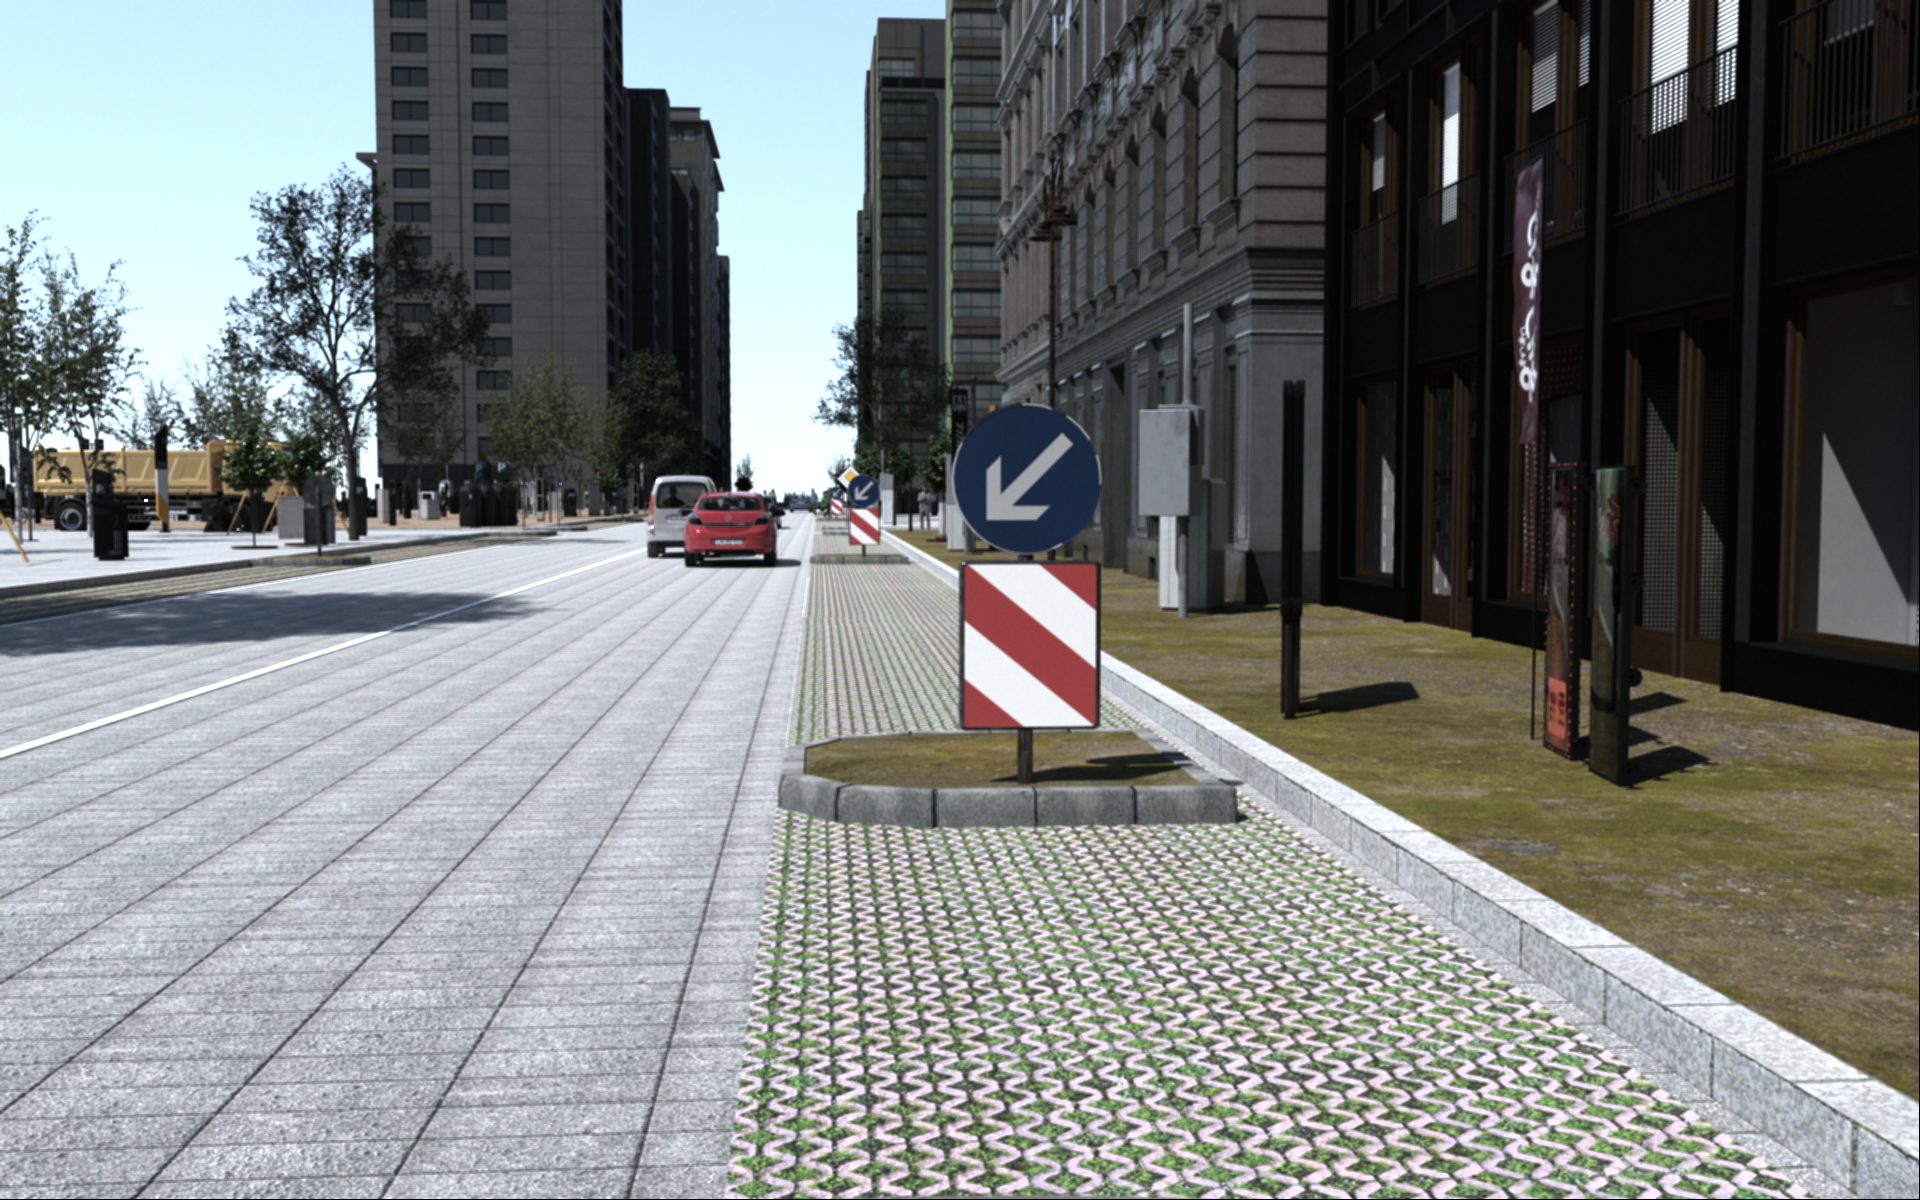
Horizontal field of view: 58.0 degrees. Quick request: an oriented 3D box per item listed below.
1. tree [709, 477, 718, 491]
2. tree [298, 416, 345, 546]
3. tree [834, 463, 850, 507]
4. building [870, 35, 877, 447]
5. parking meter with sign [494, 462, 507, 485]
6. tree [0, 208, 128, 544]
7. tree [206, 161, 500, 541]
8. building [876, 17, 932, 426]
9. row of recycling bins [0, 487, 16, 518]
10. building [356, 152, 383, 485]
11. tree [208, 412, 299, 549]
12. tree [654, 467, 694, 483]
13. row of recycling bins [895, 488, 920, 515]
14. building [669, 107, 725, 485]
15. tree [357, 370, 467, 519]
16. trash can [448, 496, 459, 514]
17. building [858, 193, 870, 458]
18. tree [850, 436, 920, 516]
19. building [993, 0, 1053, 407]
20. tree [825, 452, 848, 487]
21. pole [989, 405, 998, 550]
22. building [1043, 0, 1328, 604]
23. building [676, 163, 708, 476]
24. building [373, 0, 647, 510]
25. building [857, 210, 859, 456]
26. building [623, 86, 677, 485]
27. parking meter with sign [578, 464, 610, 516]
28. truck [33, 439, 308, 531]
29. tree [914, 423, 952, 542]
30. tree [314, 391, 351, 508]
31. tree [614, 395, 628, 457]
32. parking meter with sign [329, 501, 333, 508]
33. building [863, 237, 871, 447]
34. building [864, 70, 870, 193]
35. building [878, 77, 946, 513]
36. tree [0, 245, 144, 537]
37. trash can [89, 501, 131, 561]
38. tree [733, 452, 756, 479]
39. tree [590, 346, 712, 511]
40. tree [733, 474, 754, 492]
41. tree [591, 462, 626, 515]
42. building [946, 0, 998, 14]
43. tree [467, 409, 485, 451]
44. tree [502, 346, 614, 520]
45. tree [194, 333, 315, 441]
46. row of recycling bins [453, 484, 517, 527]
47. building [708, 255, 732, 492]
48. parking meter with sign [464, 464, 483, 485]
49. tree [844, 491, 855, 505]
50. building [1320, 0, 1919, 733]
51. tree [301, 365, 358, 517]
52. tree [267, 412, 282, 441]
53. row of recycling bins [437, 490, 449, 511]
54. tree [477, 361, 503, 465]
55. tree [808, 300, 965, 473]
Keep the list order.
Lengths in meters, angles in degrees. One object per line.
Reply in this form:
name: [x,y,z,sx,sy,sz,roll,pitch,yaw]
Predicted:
tree: [-28.296,-12.296,195.647,1.663,3.219,1.824,0,3,0]
tree: [-16.259,-2.982,43.362,1.663,3.219,1.824,0,3,0]
tree: [-11.275,-11.930,178.774,4.285,4.588,4.351,0,3,0]
building: [-1.586,-31.666,167.848,14.600,45.320,14.200,0,4,-5]
parking meter with sign: [-25.304,-6.047,95.128,0.543,3.016,1.738,-2,4,-24]
tree: [-23.991,-5.748,44.340,4.737,8.622,4.395,0,3,0]
tree: [-16.742,-6.945,47.960,8.767,10.594,7.601,0,4,0]
building: [-0.423,-28.731,153.345,14.154,41.232,14.086,0,4,-5]
row of recycling bins: [-52.315,-5.391,95.256,1.069,1.692,3.534,1,4,13]
building: [-45.876,-30.341,187.949,32.217,40.220,23.993,0,4,-5]
tree: [-16.681,-2.826,40.806,1.663,3.219,1.824,0,3,0]
tree: [-24.595,-10.122,149.205,4.285,4.588,4.351,0,3,0]
row of recycling bins: [-3.482,-6.290,109.960,1.069,1.692,3.534,2,4,24]
building: [-47.995,-39.748,239.123,28.713,52.752,27.495,0,4,-5]
tree: [-27.881,-8.439,88.344,4.360,8.622,3.978,0,3,0]
trash can: [-32.482,-6.092,111.259,0.748,1.137,0.748,0,3,0]
building: [-6.263,-33.881,237.551,14.154,41.232,14.086,0,4,-5]
tree: [-4.000,-7.178,101.075,4.285,4.588,4.351,0,3,0]
building: [7.211,-12.988,48.516,11.583,22.565,21.152,0,4,-5]
tree: [-20.754,-21.071,294.877,4.360,8.622,3.978,0,3,0]
pole: [0.775,-2.807,39.742,0.158,3.312,0.155,0,3,0]
building: [7.262,-10.985,28.752,9.793,20.994,18.267,0,4,-5]
building: [-38.306,-32.049,207.598,14.154,41.232,14.086,0,4,-5]
building: [-37.868,-43.571,150.640,20.563,71.187,20.611,0,4,-5]
building: [-7.937,-34.736,251.521,14.154,41.232,14.086,0,4,-5]
building: [-35.811,-29.702,169.227,14.154,41.232,14.086,0,4,-5]
parking meter with sign: [-21.127,-6.349,100.070,1.738,3.016,0.543,-1,4,-16]
truck: [-27.729,-4.059,62.285,9.791,3.379,3.469,0,4,-4]
tree: [-0.203,-3.337,49.157,1.663,3.219,1.824,0,3,0]
tree: [-38.550,-9.358,103.362,4.737,8.622,4.395,0,3,0]
tree: [-26.029,-10.737,125.911,4.737,8.622,4.395,0,3,0]
parking meter with sign: [-40.069,-6.941,109.749,0.543,3.016,1.738,0,4,-6]
building: [-3.975,-25.982,196.502,14.160,30.474,14.107,0,4,-5]
building: [-7.784,-52.226,292.138,20.563,71.187,20.611,0,4,-5]
building: [1.143,-21.556,124.142,14.160,30.474,14.107,0,4,-5]
tree: [-25.824,-6.146,50.847,4.360,8.622,3.978,0,3,0]
trash can: [-16.464,-1.341,33.578,0.748,1.137,0.748,0,3,0]
tree: [-36.293,-20.917,292.351,4.360,8.622,3.978,0,3,0]
tree: [-24.047,-13.301,134.486,9.611,12.733,9.660,0,3,0]
tree: [-35.497,-18.366,283.996,4.285,4.588,4.351,0,3,0]
tree: [-21.692,-6.763,105.177,1.663,3.219,1.824,0,3,0]
building: [6.027,-25.596,102.082,14.154,41.232,14.086,0,4,-5]
tree: [-38.803,-10.986,129.990,4.360,8.622,3.978,0,3,0]
tree: [-19.885,-8.297,86.022,4.737,8.622,4.395,0,3,0]
tree: [-32.254,-7.818,78.180,4.737,8.622,4.395,0,3,0]
row of recycling bins: [-18.851,-3.812,69.445,1.069,1.692,3.534,1,4,16]
building: [-45.538,-36.968,288.027,14.154,41.232,14.086,0,4,-5]
parking meter with sign: [-28.197,-6.335,99.842,1.738,3.016,0.543,3,5,43]
tree: [-16.251,-15.643,250.365,1.663,3.219,1.824,0,3,0]
building: [10.923,-11.145,11.902,12.332,23.373,15.834,0,4,-5]
tree: [-35.510,-9.086,98.920,4.360,8.622,3.978,0,3,0]
tree: [-48.849,-10.288,118.571,4.360,8.622,3.978,0,3,0]
row of recycling bins: [-40.106,-7.894,136.186,1.069,1.692,3.534,0,4,6]
tree: [-23.304,-8.655,91.867,4.737,8.622,4.395,0,3,0]
tree: [-3.414,-9.056,82.473,8.767,10.594,7.601,2,4,25]
